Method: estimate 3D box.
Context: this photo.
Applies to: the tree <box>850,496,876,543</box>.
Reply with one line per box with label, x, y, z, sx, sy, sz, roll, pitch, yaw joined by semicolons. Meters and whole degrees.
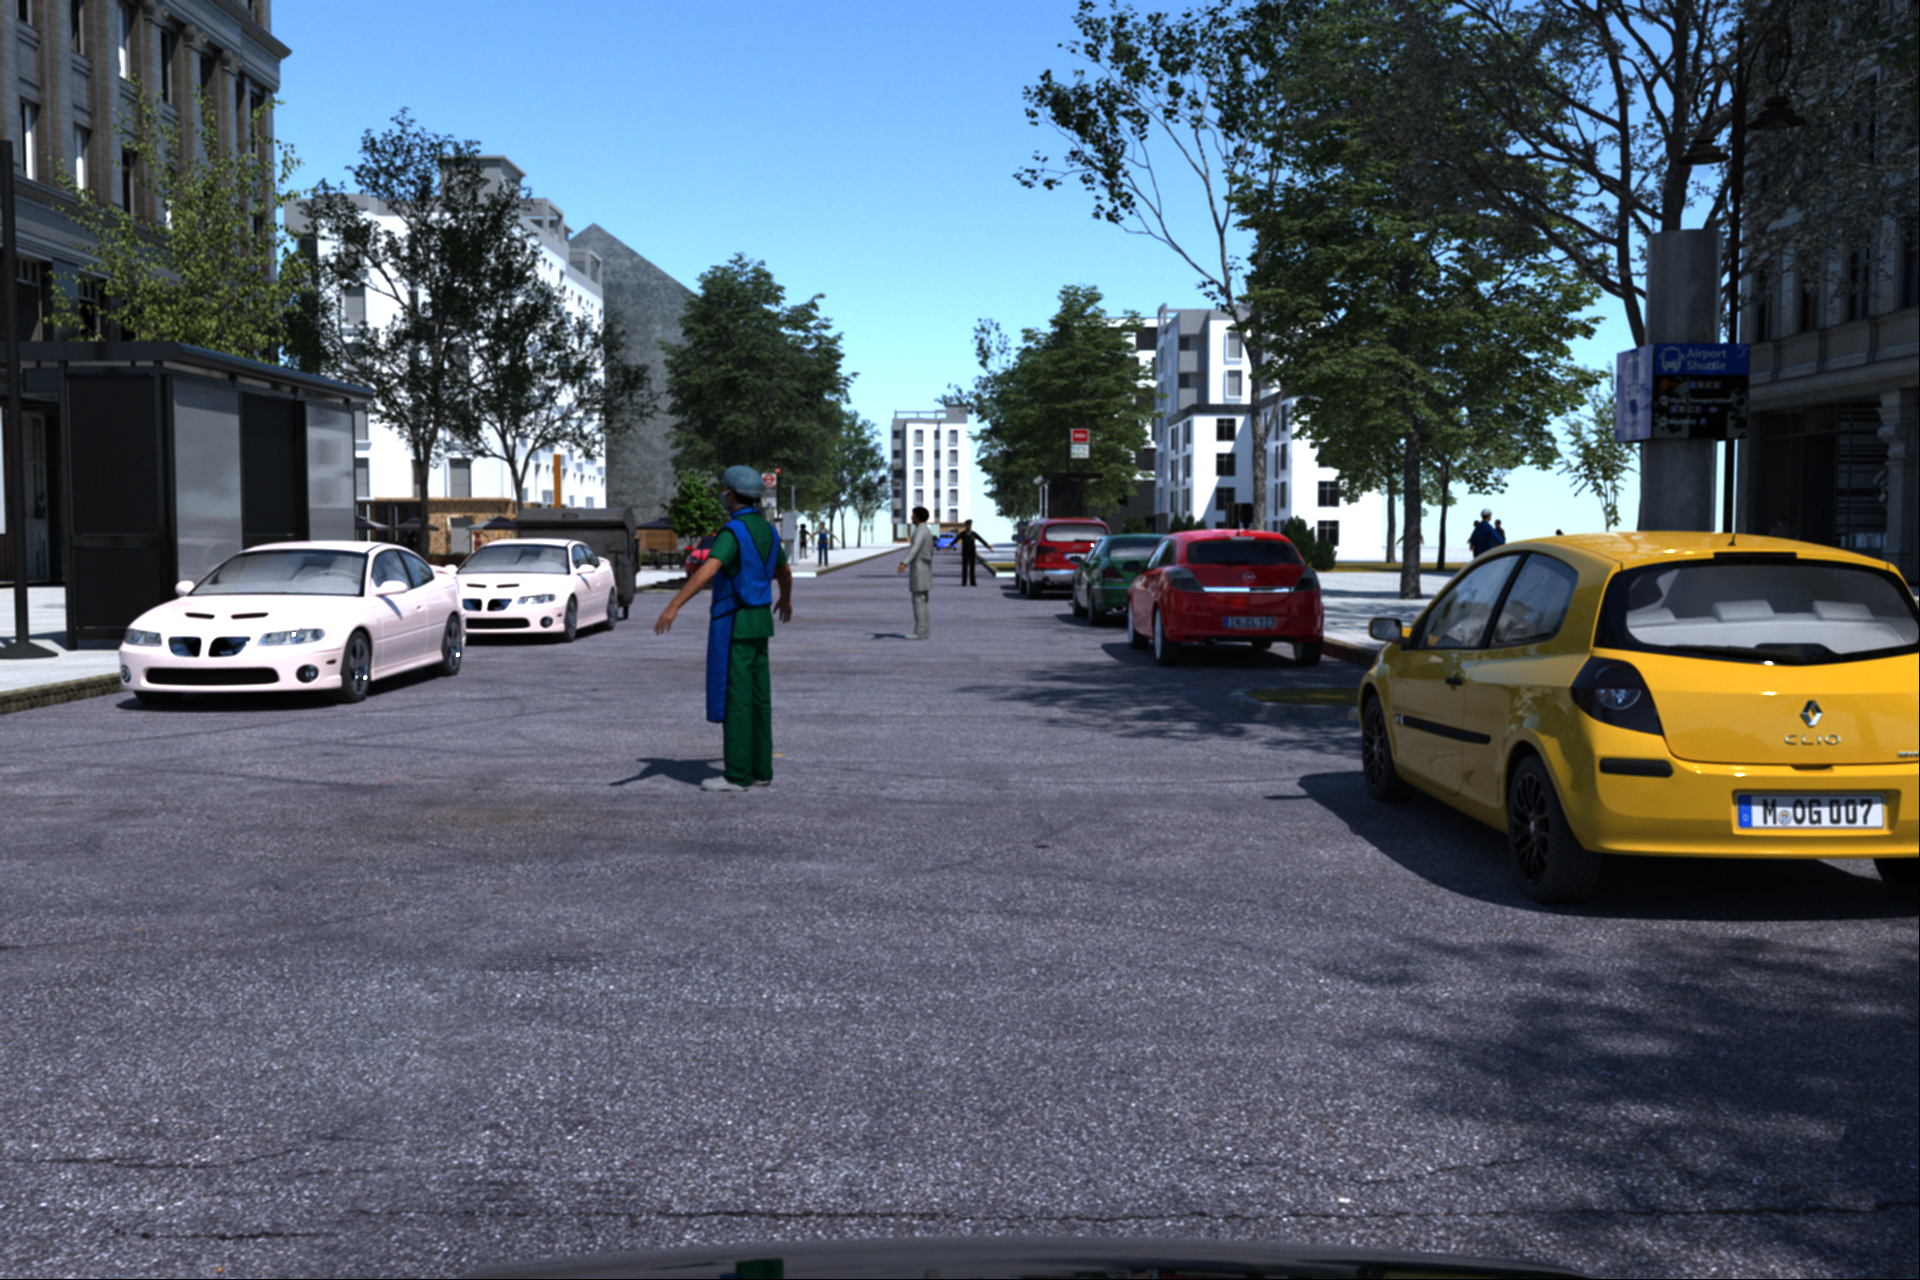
tree;-13.255;-18.233;248.473;4.360;8.622;3.978;0;3;0

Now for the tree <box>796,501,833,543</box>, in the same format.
tree;-21.411;-19.561;254.237;7.601;10.594;8.767;0;4;5

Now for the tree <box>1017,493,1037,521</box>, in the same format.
tree;5.694;-11.755;142.556;4.737;8.622;4.395;0;3;0

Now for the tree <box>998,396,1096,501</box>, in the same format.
tree;5.429;-10.304;102.886;7.601;10.594;8.767;-3;4;-39

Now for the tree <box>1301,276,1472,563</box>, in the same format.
tree;18.642;-9.675;76.311;7.486;12.596;7.792;0;3;0

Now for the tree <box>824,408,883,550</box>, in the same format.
tree;-10.212;-13.061;139.296;9.928;11.665;9.643;0;3;0

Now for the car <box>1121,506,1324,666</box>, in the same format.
car;3.023;-0.692;20.359;2.155;1.783;4.494;0;4;-1

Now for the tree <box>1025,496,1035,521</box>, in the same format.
tree;10.620;-18.693;255.988;4.360;8.622;3.978;0;3;0

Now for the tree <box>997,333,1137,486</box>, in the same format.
tree;5.495;-9.959;88.577;9.928;11.665;9.643;0;3;0

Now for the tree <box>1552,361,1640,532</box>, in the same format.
tree;27.189;-7.503;73.044;4.737;8.622;4.395;0;3;0

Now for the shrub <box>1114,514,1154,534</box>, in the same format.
shrub;6.566;-3.772;65.714;1.661;2.075;1.752;0;3;0

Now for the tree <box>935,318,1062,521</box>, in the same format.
tree;4.119;-18.199;153.446;12.611;20.169;13.585;0;3;0

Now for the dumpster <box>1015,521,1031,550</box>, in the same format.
dumpster;2.774;-2.988;57.072;1.865;1.857;1.264;0;4;-2

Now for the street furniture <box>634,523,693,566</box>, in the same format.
street furniture;-14.568;-3.980;71.931;11.010;1.723;9.812;1;4;14

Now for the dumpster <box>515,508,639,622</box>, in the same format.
dumpster;-6.325;-1.247;28.603;1.865;1.857;1.264;0;3;0

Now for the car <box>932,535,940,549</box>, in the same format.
car;-2.804;-9.298;164.600;1.945;1.354;3.894;0;3;0

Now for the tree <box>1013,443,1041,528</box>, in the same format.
tree;5.291;-10.898;128.546;4.737;8.622;4.395;0;3;0

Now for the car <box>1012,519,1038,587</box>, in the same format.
car;2.520;-2.261;45.643;2.281;1.827;5.304;0;3;0

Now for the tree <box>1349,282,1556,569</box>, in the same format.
tree;17.736;-7.826;62.367;7.601;10.594;8.767;0;4;-2

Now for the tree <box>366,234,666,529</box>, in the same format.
tree;-12.953;-7.141;51.173;8.767;10.594;7.601;-2;4;-24

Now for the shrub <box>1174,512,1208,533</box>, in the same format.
shrub;7.946;-3.362;59.395;1.690;2.028;1.600;0;3;0

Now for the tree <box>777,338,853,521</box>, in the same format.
tree;-9.886;-11.107;99.719;7.486;12.596;7.792;0;3;0

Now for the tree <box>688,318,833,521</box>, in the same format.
tree;-10.550;-10.448;88.958;7.486;12.596;7.792;0;3;0

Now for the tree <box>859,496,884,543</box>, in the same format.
tree;-12.697;-18.650;255.295;4.360;8.622;3.978;0;3;0

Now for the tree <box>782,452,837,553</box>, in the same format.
tree;-10.094;-10.189;116.950;4.737;8.622;4.395;0;3;0

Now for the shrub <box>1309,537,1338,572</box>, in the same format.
shrub;12.408;-2.937;59.130;1.383;1.207;1.383;0;3;0

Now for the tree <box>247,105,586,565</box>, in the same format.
tree;-12.306;-6.387;38.835;8.767;10.594;7.601;1;4;17

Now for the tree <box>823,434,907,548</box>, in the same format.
tree;-9.349;-13.893;161.555;8.767;10.594;7.601;-2;4;-27

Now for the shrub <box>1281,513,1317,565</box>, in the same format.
shrub;12.127;-3.563;62.678;1.690;2.028;1.600;0;3;0

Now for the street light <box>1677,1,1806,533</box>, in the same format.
street light;7.021;-2.627;15.738;0.468;5.910;1.993;0;4;-1

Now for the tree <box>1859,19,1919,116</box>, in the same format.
tree;8.946;-6.231;8.527;9.857;13.997;8.962;0;3;0

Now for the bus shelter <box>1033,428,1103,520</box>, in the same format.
bus shelter;3.843;-5.239;63.286;2.179;5.291;8.768;0;4;0

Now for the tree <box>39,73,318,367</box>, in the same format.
tree;-12.108;-4.727;27.656;4.737;8.622;4.395;0;3;0

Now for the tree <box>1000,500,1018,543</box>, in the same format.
tree;8.217;-18.383;250.921;4.360;8.622;3.978;0;3;0

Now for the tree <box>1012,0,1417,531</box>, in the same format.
tree;7.633;-11.773;48.381;12.611;20.169;13.585;0;3;0

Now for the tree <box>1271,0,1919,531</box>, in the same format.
tree;8.968;-6.834;22.103;12.009;13.543;11.850;0;3;0

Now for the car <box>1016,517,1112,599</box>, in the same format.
car;2.461;-1.893;39.629;2.281;1.827;5.304;0;4;-1

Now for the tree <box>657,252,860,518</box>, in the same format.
tree;-9.127;-10.504;78.399;9.857;13.997;8.962;0;3;0

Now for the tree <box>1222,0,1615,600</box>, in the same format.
tree;8.550;-7.090;34.055;7.486;12.596;7.792;0;3;0

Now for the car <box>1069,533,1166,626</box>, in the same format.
car;2.901;-1.022;28.506;2.131;1.459;4.920;0;4;-1

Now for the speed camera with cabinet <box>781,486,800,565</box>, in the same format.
speed camera with cabinet;-7.042;-4.743;71.891;0.660;3.252;2.038;0;4;1

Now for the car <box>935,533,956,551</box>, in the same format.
car;-1.167;-8.604;150.265;1.945;1.707;3.694;0;4;-1

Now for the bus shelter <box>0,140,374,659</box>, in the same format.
bus shelter;-9.472;-2.611;20.318;2.179;5.291;8.768;0;4;1

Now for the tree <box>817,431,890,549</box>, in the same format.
tree;-10.100;-13.271;151.385;8.767;10.594;7.601;0;4;6

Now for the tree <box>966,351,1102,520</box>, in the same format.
tree;5.492;-12.893;117.455;9.857;13.997;8.962;0;3;0

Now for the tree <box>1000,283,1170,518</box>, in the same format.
tree;5.676;-9.857;79.294;7.486;12.596;7.792;0;3;0
